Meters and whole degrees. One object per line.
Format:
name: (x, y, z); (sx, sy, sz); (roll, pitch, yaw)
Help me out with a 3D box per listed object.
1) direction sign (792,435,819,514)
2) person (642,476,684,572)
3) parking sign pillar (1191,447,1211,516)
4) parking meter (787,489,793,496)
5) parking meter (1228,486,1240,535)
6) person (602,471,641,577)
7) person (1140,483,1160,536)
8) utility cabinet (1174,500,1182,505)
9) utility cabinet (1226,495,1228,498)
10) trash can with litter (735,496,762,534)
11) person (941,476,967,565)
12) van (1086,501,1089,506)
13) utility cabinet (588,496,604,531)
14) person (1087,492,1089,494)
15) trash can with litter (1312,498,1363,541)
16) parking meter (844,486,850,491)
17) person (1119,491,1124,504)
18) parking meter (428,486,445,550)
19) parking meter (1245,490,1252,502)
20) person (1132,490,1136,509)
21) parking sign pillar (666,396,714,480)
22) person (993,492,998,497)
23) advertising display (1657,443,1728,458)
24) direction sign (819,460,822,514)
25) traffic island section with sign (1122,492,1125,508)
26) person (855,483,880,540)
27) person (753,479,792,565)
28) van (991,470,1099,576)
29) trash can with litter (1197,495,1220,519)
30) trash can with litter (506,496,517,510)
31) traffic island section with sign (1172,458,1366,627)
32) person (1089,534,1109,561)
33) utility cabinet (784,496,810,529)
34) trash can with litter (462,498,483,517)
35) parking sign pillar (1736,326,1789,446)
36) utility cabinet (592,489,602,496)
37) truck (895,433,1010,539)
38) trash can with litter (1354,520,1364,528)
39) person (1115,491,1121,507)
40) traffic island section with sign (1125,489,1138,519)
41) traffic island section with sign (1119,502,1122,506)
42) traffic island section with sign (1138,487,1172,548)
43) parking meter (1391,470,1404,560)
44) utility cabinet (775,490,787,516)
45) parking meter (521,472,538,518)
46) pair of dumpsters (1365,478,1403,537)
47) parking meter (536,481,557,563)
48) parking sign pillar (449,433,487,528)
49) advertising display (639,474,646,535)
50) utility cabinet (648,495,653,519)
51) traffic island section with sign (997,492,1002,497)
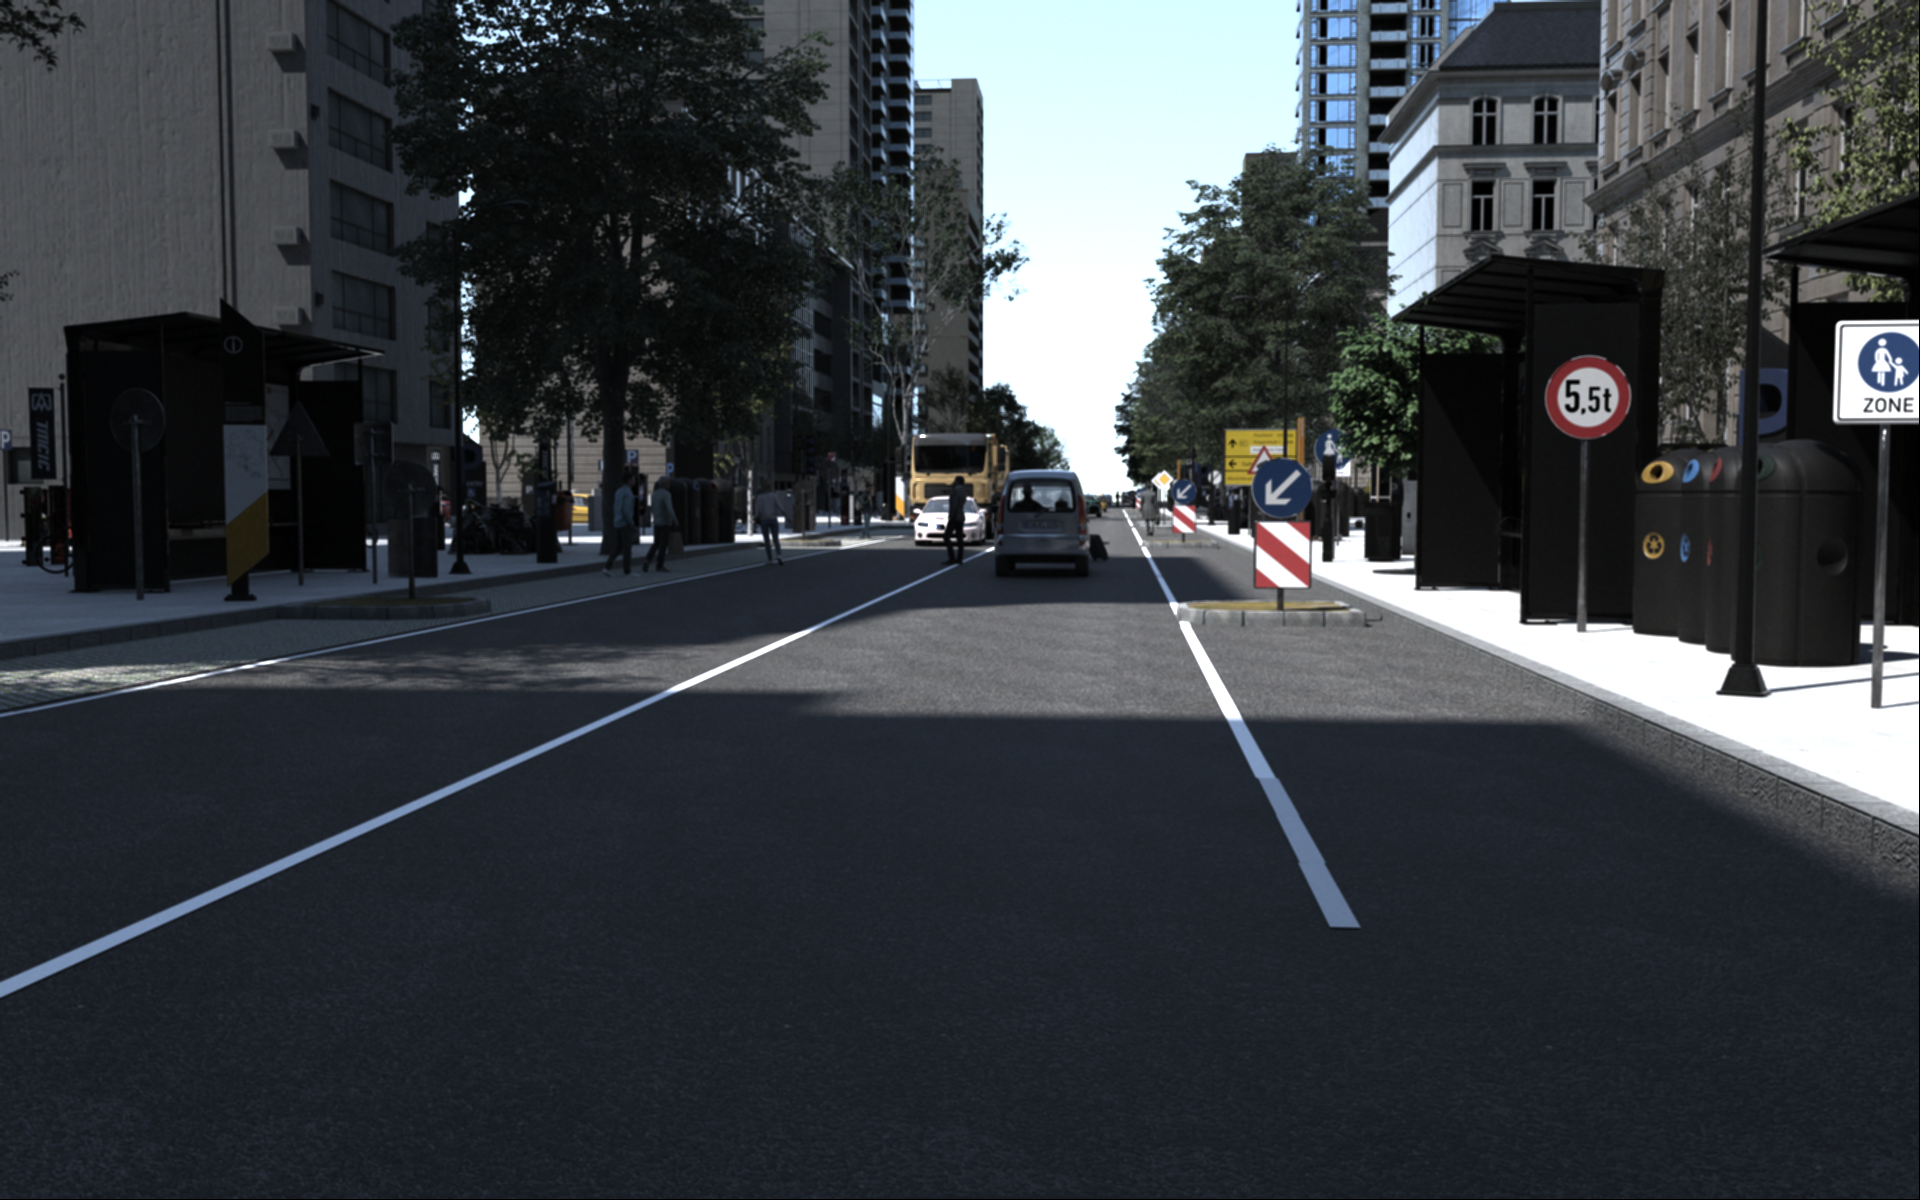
direction sign: (-6.031, -4.576, 66.812); (0.876, 3.537, 0.379); (0, 4, 6)
person: (-5.394, -1.376, 31.490); (0.782, 1.767, 0.515); (3, 5, 43)
parking sign pillar: (14.012, -6.849, 100.451); (1.447, 3.967, 1.447); (-3, 4, -38)
parking meter: (-8.271, -4.669, 84.742); (0.372, 1.533, 0.369); (0, 3, 0)
parking meter: (8.701, -2.847, 54.963); (0.372, 1.533, 0.369); (0, 3, 0)
person: (-5.846, -1.304, 29.834); (0.620, 1.820, 0.660); (-3, 4, -38)
person: (6.540, -3.113, 59.499); (0.694, 1.812, 0.767); (1, 4, 18)
utility cabinet: (12.469, -5.351, 98.648); (0.306, 1.237, 1.020); (1, 4, 21)
utility cabinet: (17.877, -6.391, 115.647); (1.020, 1.237, 0.306); (3, 5, 39)
trash can with litter: (-7.172, -2.737, 55.805); (2.233, 1.210, 1.678); (-2, 4, -34)
person: (-0.110, -1.630, 35.334); (0.473, 1.802, 0.592); (3, 5, 41)
van: (2.759, -2.666, 50.604); (2.013, 2.044, 4.112); (0, 4, 6)
utility cabinet: (-12.486, -3.007, 60.332); (0.306, 1.237, 1.020); (2, 4, 35)
person: (17.188, -13.554, 230.628); (0.721, 1.766, 1.217); (-1, 4, -20)
trash can with litter: (10.089, -2.248, 47.818); (1.678, 1.210, 2.233); (0, 4, -3)
parking meter: (-7.713, -6.864, 117.937); (0.255, 1.863, 0.399); (-3, 4, -37)
person: (23.039, -14.503, 245.621); (0.705, 1.824, 1.348); (3, 5, 43)
parking meter: (-12.001, -1.912, 39.675); (0.372, 1.533, 0.369); (0, 3, 0)
parking meter: (15.080, -5.014, 90.393); (0.372, 1.533, 0.369); (0, 3, 0)
person: (17.123, -9.884, 170.234); (0.705, 1.807, 1.348); (-1, 4, -12)
parking sign pillar: (-7.349, -3.588, 47.130); (1.447, 3.967, 1.447); (-3, 5, -44)
person: (1.465, -3.419, 64.611); (0.699, 1.804, 1.509); (-2, 4, -32)
advertising display: (9.303, -1.032, 22.085); (0.974, 1.923, 0.123); (0, 4, -5)
direction sign: (-9.432, -7.476, 114.232); (0.876, 3.537, 0.379); (2, 4, 32)
traffic island section with sign: (13.157, -7.289, 127.797); (1.989, 1.847, 2.006); (0, 4, 5)
person: (-2.896, -2.767, 54.095); (0.721, 1.781, 0.623); (1, 4, 8)
person: (-3.748, -1.581, 35.015); (0.731, 1.740, 0.598); (-2, 4, -28)
van: (1.532, -1.499, 31.521); (2.013, 2.044, 4.112); (0, 4, 4)
trash can with litter: (12.744, -4.715, 88.140); (2.233, 1.210, 1.678); (2, 4, 35)
trash can with litter: (-22.260, -4.495, 84.544); (2.233, 1.210, 1.678); (0, 4, -8)
traffic island section with sign: (3.477, -0.676, 19.679); (1.989, 1.847, 2.006); (0, 4, 5)
person: (2.535, -1.715, 36.762); (1.509, 1.804, 0.699); (-2, 4, -33)
utility cabinet: (-6.003, -3.234, 64.041); (1.020, 1.237, 0.306); (2, 4, 33)
trash can with litter: (-13.481, -2.292, 48.861); (1.055, 1.170, 0.624); (-2, 4, -35)
parking sign pillar: (12.640, -2.337, 26.679); (1.447, 3.967, 1.447); (-2, 4, -26)
utility cabinet: (-15.083, -3.985, 73.830); (1.173, 1.500, 0.318); (-2, 4, -31)
truck: (0.053, -3.774, 57.626); (3.469, 3.379, 9.791); (0, 4, 6)
trash can with litter: (15.284, -3.281, 65.031); (1.055, 1.170, 0.624); (1, 4, 15)
person: (17.923, -11.503, 196.544); (0.705, 1.831, 1.348); (-1, 4, -22)
traffic island section with sign: (10.747, -5.645, 100.926); (1.989, 1.847, 2.006); (0, 4, 5)
traffic island section with sign: (17.710, -10.405, 178.747); (1.989, 1.847, 2.006); (0, 4, 5)
traffic island section with sign: (5.878, -2.318, 46.527); (1.989, 1.847, 2.006); (0, 4, 5)
parking meter: (8.457, -1.726, 33.930); (0.399, 1.863, 0.255); (0, 4, -4)
utility cabinet: (-10.291, -5.703, 101.921); (1.173, 1.500, 0.318); (0, 4, -7)
parking meter: (-11.386, -2.456, 45.872); (0.399, 1.863, 0.255); (0, 4, 0)
pair of dumpsters: (10.402, -2.282, 39.811); (1.574, 2.255, 4.437); (0, 4, 5)
parking meter: (-7.706, -1.460, 32.280); (0.372, 1.533, 0.369); (0, 3, 0)
parking sign pillar: (-18.754, -4.745, 66.049); (1.447, 3.967, 1.447); (-3, 5, -43)
advertising display: (-10.445, -3.038, 54.882); (0.974, 1.923, 0.123); (0, 4, 4)
utility cabinet: (-16.284, -4.874, 90.850); (1.020, 1.237, 0.306); (3, 5, 39)
traffic island section with sign: (3.048, -7.393, 129.495); (1.989, 1.847, 2.006); (0, 4, 5)
